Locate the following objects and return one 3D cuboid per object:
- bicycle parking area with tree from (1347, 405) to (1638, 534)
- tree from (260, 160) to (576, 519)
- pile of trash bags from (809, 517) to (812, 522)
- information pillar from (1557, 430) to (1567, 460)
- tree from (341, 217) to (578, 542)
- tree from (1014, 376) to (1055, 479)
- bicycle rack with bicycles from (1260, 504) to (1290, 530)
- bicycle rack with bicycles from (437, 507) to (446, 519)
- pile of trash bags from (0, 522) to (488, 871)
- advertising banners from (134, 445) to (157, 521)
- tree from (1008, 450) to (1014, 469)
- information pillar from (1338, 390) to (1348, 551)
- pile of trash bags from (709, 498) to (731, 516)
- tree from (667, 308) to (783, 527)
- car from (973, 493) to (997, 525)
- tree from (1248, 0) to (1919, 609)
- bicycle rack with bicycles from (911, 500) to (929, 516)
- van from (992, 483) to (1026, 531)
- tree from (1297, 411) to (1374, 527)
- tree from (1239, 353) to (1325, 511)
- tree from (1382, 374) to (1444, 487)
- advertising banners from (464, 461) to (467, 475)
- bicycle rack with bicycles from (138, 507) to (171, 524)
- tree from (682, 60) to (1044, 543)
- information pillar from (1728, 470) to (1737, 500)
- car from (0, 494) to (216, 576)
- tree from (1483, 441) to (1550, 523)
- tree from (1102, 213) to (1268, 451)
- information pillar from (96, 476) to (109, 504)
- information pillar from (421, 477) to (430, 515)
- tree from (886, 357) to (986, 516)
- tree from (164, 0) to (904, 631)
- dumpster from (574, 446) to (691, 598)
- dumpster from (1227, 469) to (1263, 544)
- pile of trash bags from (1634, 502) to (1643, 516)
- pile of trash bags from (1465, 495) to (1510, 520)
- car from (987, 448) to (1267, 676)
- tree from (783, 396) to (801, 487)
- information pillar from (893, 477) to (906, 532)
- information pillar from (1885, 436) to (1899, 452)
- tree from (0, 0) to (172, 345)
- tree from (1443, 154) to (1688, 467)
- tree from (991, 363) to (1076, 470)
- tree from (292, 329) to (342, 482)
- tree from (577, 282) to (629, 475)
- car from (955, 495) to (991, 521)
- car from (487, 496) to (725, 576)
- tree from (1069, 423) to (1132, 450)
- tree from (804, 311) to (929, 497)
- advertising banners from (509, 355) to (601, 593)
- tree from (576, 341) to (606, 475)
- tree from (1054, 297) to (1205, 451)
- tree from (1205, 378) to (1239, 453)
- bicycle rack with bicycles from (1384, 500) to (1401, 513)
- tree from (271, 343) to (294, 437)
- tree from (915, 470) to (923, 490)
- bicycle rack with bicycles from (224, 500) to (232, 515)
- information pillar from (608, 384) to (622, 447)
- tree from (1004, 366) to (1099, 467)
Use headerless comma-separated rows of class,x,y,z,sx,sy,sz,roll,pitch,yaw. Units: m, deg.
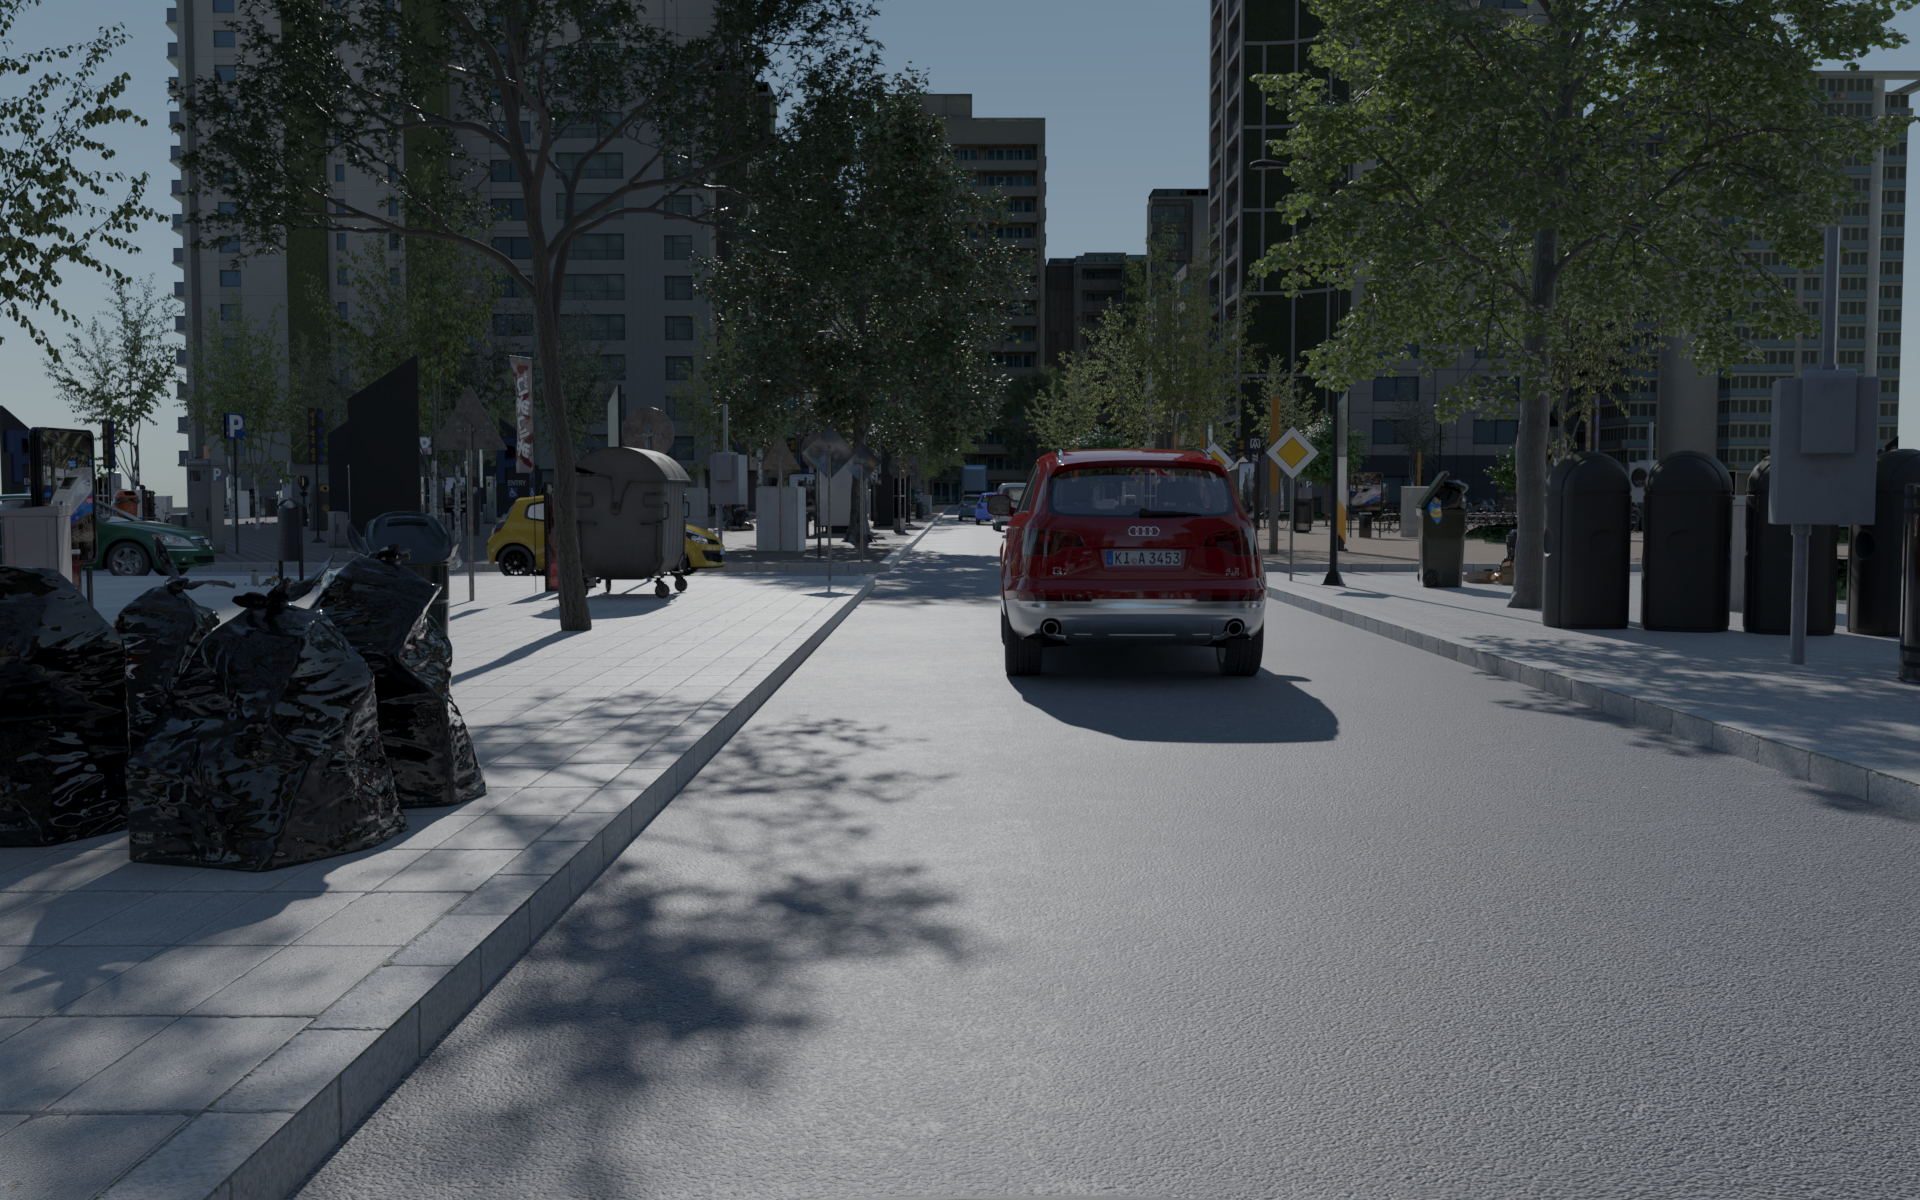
bicycle parking area with tree,17.529,-4.261,56.668,8.231,4.147,9.016,-1,4,-21
tree,-11.753,-5.345,37.748,4.737,8.622,4.395,0,3,0
pile of trash bags,-6.757,-4.269,79.555,1.912,1.369,3.447,0,4,0
information pillar,21.944,-4.399,63.272,0.504,3.616,0.183,-2,4,-34
tree,-13.371,-5.877,46.455,4.360,8.622,3.978,0,3,0
tree,5.473,-8.300,86.075,4.360,8.622,3.978,0,3,0
bicycle rack with bicycles,10.754,-3.026,62.854,2.852,0.926,2.925,3,5,43
bicycle rack with bicycles,-27.910,-4.664,89.645,2.925,0.926,2.852,2,4,26
pile of trash bags,-3.648,0.161,7.116,3.447,1.369,1.912,1,4,18
advertising banners,-29.666,-4.088,63.020,0.090,3.025,2.074,0,4,-7
tree,6.830,-12.604,156.432,4.360,8.622,3.978,0,3,0
information pillar,8.484,-2.895,38.694,0.183,3.616,0.504,3,5,45
pile of trash bags,-15.328,-5.990,107.683,3.447,1.369,1.912,-3,5,-43
tree,-9.459,-7.155,67.349,4.737,8.622,4.395,0,3,0
car,1.561,-4.400,81.524,1.945,1.707,3.694,0,3,0
tree,6.846,-6.190,19.331,7.486,12.596,7.792,0,3,0
bicycle rack with bicycles,-3.304,-5.491,103.155,2.925,0.926,2.852,0,4,-2
van,2.141,-3.721,67.848,2.013,2.044,4.112,0,4,-1
tree,14.581,-5.178,68.374,4.285,4.588,4.351,0,3,0
tree,16.867,-8.556,90.249,4.360,8.622,3.978,0,3,0
tree,28.129,-9.557,106.625,4.360,8.622,3.978,0,3,0
advertising banners,-25.705,-5.815,91.265,0.090,3.025,2.074,-3,4,-36
bicycle rack with bicycles,-23.990,-2.182,49.051,2.925,0.926,2.852,2,4,29
tree,-2.642,-7.868,45.653,9.611,12.733,9.660,0,3,0
information pillar,23.792,-3.002,53.579,0.304,2.012,0.304,0,4,0
car,-15.133,-1.067,29.245,4.920,1.459,2.131,0,4,-1
tree,20.423,-4.233,63.810,1.663,3.219,1.824,0,3,0
tree,5.952,-5.877,46.455,4.737,8.622,4.395,0,3,0
information pillar,-35.183,-4.077,71.147,0.304,2.012,0.304,1,4,18
information pillar,-22.945,-4.278,74.432,0.304,2.012,0.304,-2,4,-30
tree,-2.157,-12.063,115.356,7.486,12.596,7.792,0,3,0
tree,-3.960,-4.996,16.095,7.601,10.594,8.767,1,4,9
dumpster,-4.166,-0.989,21.922,1.264,1.857,1.865,0,4,0
dumpster,6.429,-2.155,40.988,1.264,1.857,1.865,0,4,0
pile of trash bags,30.993,-4.107,76.896,1.912,1.369,3.447,1,4,12
pile of trash bags,25.708,-4.461,82.695,3.447,1.369,1.912,0,4,-6
car,1.376,-0.399,15.194,2.281,1.827,5.304,0,4,1
tree,-10.098,-8.458,88.644,4.737,8.622,4.395,0,3,0
information pillar,-2.039,-3.291,58.306,0.304,2.012,0.304,-3,5,-41
information pillar,37.178,-4.758,69.153,0.504,3.616,0.183,2,4,27
tree,-11.465,-4.238,19.662,4.737,8.622,4.395,0,3,0
tree,12.829,-5.257,36.320,4.360,8.622,3.978,0,3,0
tree,5.922,-12.921,137.021,9.928,11.665,9.643,0,3,0
tree,-19.256,-6.554,57.520,4.360,8.622,3.978,0,3,0
tree,-12.698,-6.469,56.133,4.360,8.622,3.978,0,3,0
car,0.761,-4.954,92.995,2.014,1.417,4.499,0,4,0
car,-6.054,-1.197,29.796,3.980,1.641,2.015,0,4,1
tree,6.458,-5.912,80.375,4.285,4.588,4.351,0,3,0
tree,-3.741,-6.965,64.237,4.360,8.622,3.978,0,3,0
advertising banners,-5.341,-1.633,22.891,0.090,3.025,2.074,1,4,20
tree,-18.078,-7.907,79.645,4.737,8.622,4.395,0,3,0
tree,6.426,-7.032,65.327,4.360,8.622,3.978,0,3,0
tree,15.168,-9.539,106.322,4.360,8.622,3.978,0,3,0
bicycle rack with bicycles,26.254,-5.410,101.843,2.852,0.926,2.925,-1,4,-18
tree,-28.837,-7.788,77.690,4.360,8.622,3.978,0,3,0
tree,-3.258,-11.394,136.655,4.737,8.622,4.395,0,3,0
bicycle rack with bicycles,-44.634,-5.551,104.134,2.925,0.926,2.852,-1,4,-14
information pillar,-7.372,-2.797,37.089,0.183,3.616,0.504,-3,4,-38
tree,6.105,-11.679,125.369,8.767,10.594,7.601,-1,4,-22
